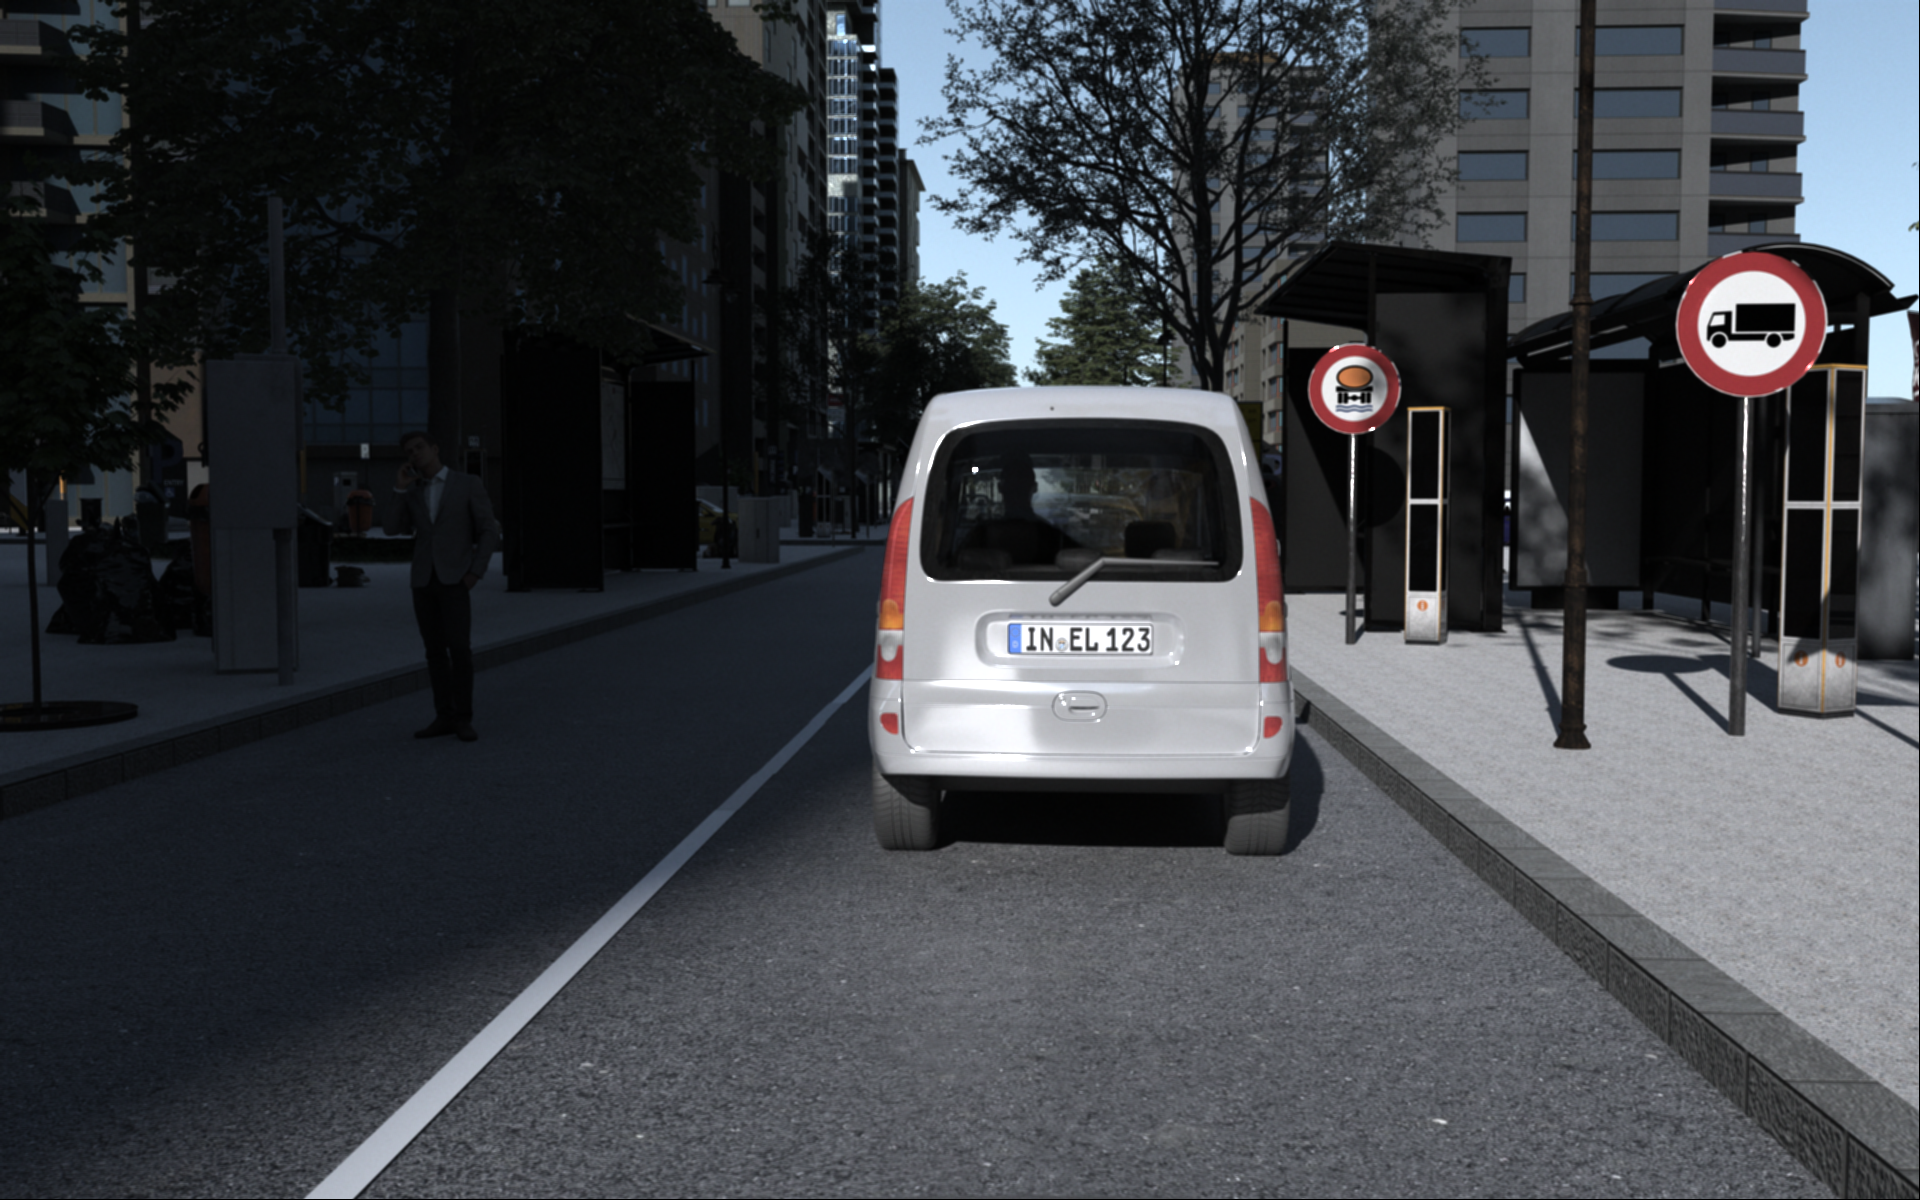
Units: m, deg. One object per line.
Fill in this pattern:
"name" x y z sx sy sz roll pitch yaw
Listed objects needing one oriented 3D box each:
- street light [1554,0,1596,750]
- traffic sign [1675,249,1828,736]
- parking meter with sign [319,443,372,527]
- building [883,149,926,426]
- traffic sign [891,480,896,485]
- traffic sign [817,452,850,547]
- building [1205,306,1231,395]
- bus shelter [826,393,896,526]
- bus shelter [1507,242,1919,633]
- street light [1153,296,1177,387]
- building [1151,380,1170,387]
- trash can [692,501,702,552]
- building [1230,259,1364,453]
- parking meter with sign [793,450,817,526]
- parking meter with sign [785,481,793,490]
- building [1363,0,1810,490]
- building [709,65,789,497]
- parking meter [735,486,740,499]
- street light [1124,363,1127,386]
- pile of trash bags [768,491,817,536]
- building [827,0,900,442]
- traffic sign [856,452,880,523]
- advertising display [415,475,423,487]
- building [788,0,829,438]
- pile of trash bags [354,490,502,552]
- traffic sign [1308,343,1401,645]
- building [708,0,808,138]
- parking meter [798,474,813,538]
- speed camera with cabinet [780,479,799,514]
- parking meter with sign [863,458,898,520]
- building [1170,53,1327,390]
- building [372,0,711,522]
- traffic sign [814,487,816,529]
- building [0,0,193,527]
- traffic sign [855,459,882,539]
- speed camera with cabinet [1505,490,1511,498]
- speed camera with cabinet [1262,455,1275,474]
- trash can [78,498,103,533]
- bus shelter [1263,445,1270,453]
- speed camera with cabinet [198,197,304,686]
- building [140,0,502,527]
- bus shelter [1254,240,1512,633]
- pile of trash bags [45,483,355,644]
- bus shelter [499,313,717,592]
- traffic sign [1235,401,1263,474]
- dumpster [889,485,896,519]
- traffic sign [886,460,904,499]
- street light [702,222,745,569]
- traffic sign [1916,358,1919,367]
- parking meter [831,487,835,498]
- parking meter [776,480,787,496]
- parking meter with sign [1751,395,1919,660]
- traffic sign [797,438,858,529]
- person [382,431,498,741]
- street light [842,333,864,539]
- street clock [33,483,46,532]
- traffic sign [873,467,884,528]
"street light" 3.104 -2.191 8.603 0.468 5.910 1.993 0 4 3
"traffic sign" 4.133 -0.552 9.137 0.768 2.556 0.104 0 4 5
"parking meter with sign" -20.939 -3.835 58.957 0.543 3.016 1.738 3 5 40
"building" -20.400 -41.508 267.886 28.713 52.752 27.495 0 4 3
"traffic sign" -2.898 -4.683 78.694 0.606 2.300 0.079 1 4 13
"traffic sign" -3.044 -2.325 41.655 0.795 2.450 0.064 0 4 3
"building" 38.971 -19.894 170.305 27.650 21.520 28.899 0 4 3
"bus shelter" -4.087 -5.735 71.401 2.179 5.291 8.768 0 4 3
"bus shelter" 6.793 -1.393 16.707 2.014 3.302 5.546 0 4 3
"street light" 4.764 -4.130 40.317 0.468 5.910 1.993 0 4 3
"building" 43.821 -25.856 267.782 27.650 21.520 28.899 0 4 3
"trash can" -5.860 -1.544 36.904 0.748 1.137 0.748 0 3 0
"building" 37.781 -18.131 141.483 27.650 21.520 28.899 0 4 3
"parking meter with sign" -5.969 -4.482 69.538 0.543 3.016 1.738 1 4 22
"parking meter with sign" -10.617 -6.685 105.555 1.738 3.016 0.543 -3 5 -45
"building" 34.081 -34.040 98.559 21.231 58.520 28.212 0 4 3
"building" -19.574 -21.106 116.777 14.160 30.474 14.107 0 4 3
"parking meter" -7.371 -2.948 56.618 0.372 1.533 0.369 0 3 0
"street light" 5.815 -5.399 61.055 0.468 5.910 1.993 0 4 3
"pile of trash bags" -5.952 -2.643 52.972 3.447 1.369 1.912 1 4 9
"building" -18.613 -56.532 236.964 22.319 86.520 31.000 0 4 3
"traffic sign" -2.826 -3.236 53.012 0.768 2.556 0.104 1 4 10
"advertising display" -17.801 -3.200 57.538 0.123 1.923 0.974 1 4 8
"building" -20.975 -44.291 162.403 20.563 71.187 20.611 0 4 3
"pile of trash bags" -11.921 -1.767 38.636 3.447 1.369 1.912 0 4 -8
"traffic sign" 3.337 -0.894 14.726 0.768 2.556 0.104 1 4 8
"building" -26.957 -33.626 139.025 28.713 52.752 27.495 0 4 3
"parking meter" -4.576 -2.786 51.260 0.399 1.863 0.255 -3 5 -43
"speed camera with cabinet" -10.769 -7.089 110.245 2.038 3.252 0.660 3 5 43
"parking meter with sign" -3.862 -5.374 84.118 1.738 3.016 0.543 1 4 9
"building" 39.613 -42.589 238.329 21.231 58.520 28.212 0 4 3
"building" -21.917 -27.168 94.303 14.600 45.320 14.200 0 4 3
"traffic sign" -5.373 -3.926 64.199 0.884 2.594 0.081 1 4 8
"building" -45.126 -25.627 73.629 28.867 44.769 22.147 0 4 3
"traffic sign" -2.633 -2.813 49.630 0.795 2.450 0.064 0 4 3
"speed camera with cabinet" 23.765 -5.060 77.062 2.038 3.252 0.660 0 4 2
"speed camera with cabinet" 6.428 -2.838 40.739 2.038 3.252 0.660 -2 4 -28
"trash can" -28.933 -2.816 57.691 0.748 1.137 0.748 0 3 0
"bus shelter" 10.080 -4.292 64.090 2.014 3.302 5.546 0 4 3
"speed camera with cabinet" -5.005 -1.094 12.222 0.660 3.252 2.038 -1 4 -22
"building" -23.692 -25.816 72.206 14.600 45.320 14.200 0 4 3
"bus shelter" 4.450 -1.701 19.099 1.731 3.624 6.357 0 4 3
"pile of trash bags" -6.892 -0.346 15.403 1.912 1.369 3.447 -2 4 -35
"bus shelter" -5.028 -2.103 25.670 1.731 3.624 6.357 0 4 3
"traffic sign" 5.504 -2.706 38.114 2.265 3.308 0.079 0 4 7
"dumpster" -3.173 -5.199 90.766 1.264 1.857 1.865 0 4 3
"traffic sign" -2.401 -4.048 66.182 0.884 2.594 0.081 1 4 12
"street light" -4.041 -3.483 29.738 0.468 5.910 1.993 0 4 3
"traffic sign" 4.429 -0.441 7.209 0.884 2.594 0.081 1 4 9
"parking meter" -5.585 -4.262 75.397 0.255 1.863 0.399 -2 4 -24
"parking meter" -7.156 -3.905 69.557 0.399 1.863 0.255 -2 4 -32
"parking meter with sign" 7.064 -1.053 13.470 1.738 3.016 0.543 0 4 1
"traffic sign" -4.828 -4.234 63.098 2.265 3.308 0.079 1 4 10
"person" -3.048 -0.092 10.183 0.592 1.802 0.473 2 4 25
"street light" -3.070 -4.712 49.823 0.468 5.910 1.993 0 4 3
"street clock" -33.059 -3.529 62.270 0.471 2.002 0.358 1 4 13
"traffic sign" -3.147 -3.822 64.621 0.606 2.300 0.079 0 4 4
